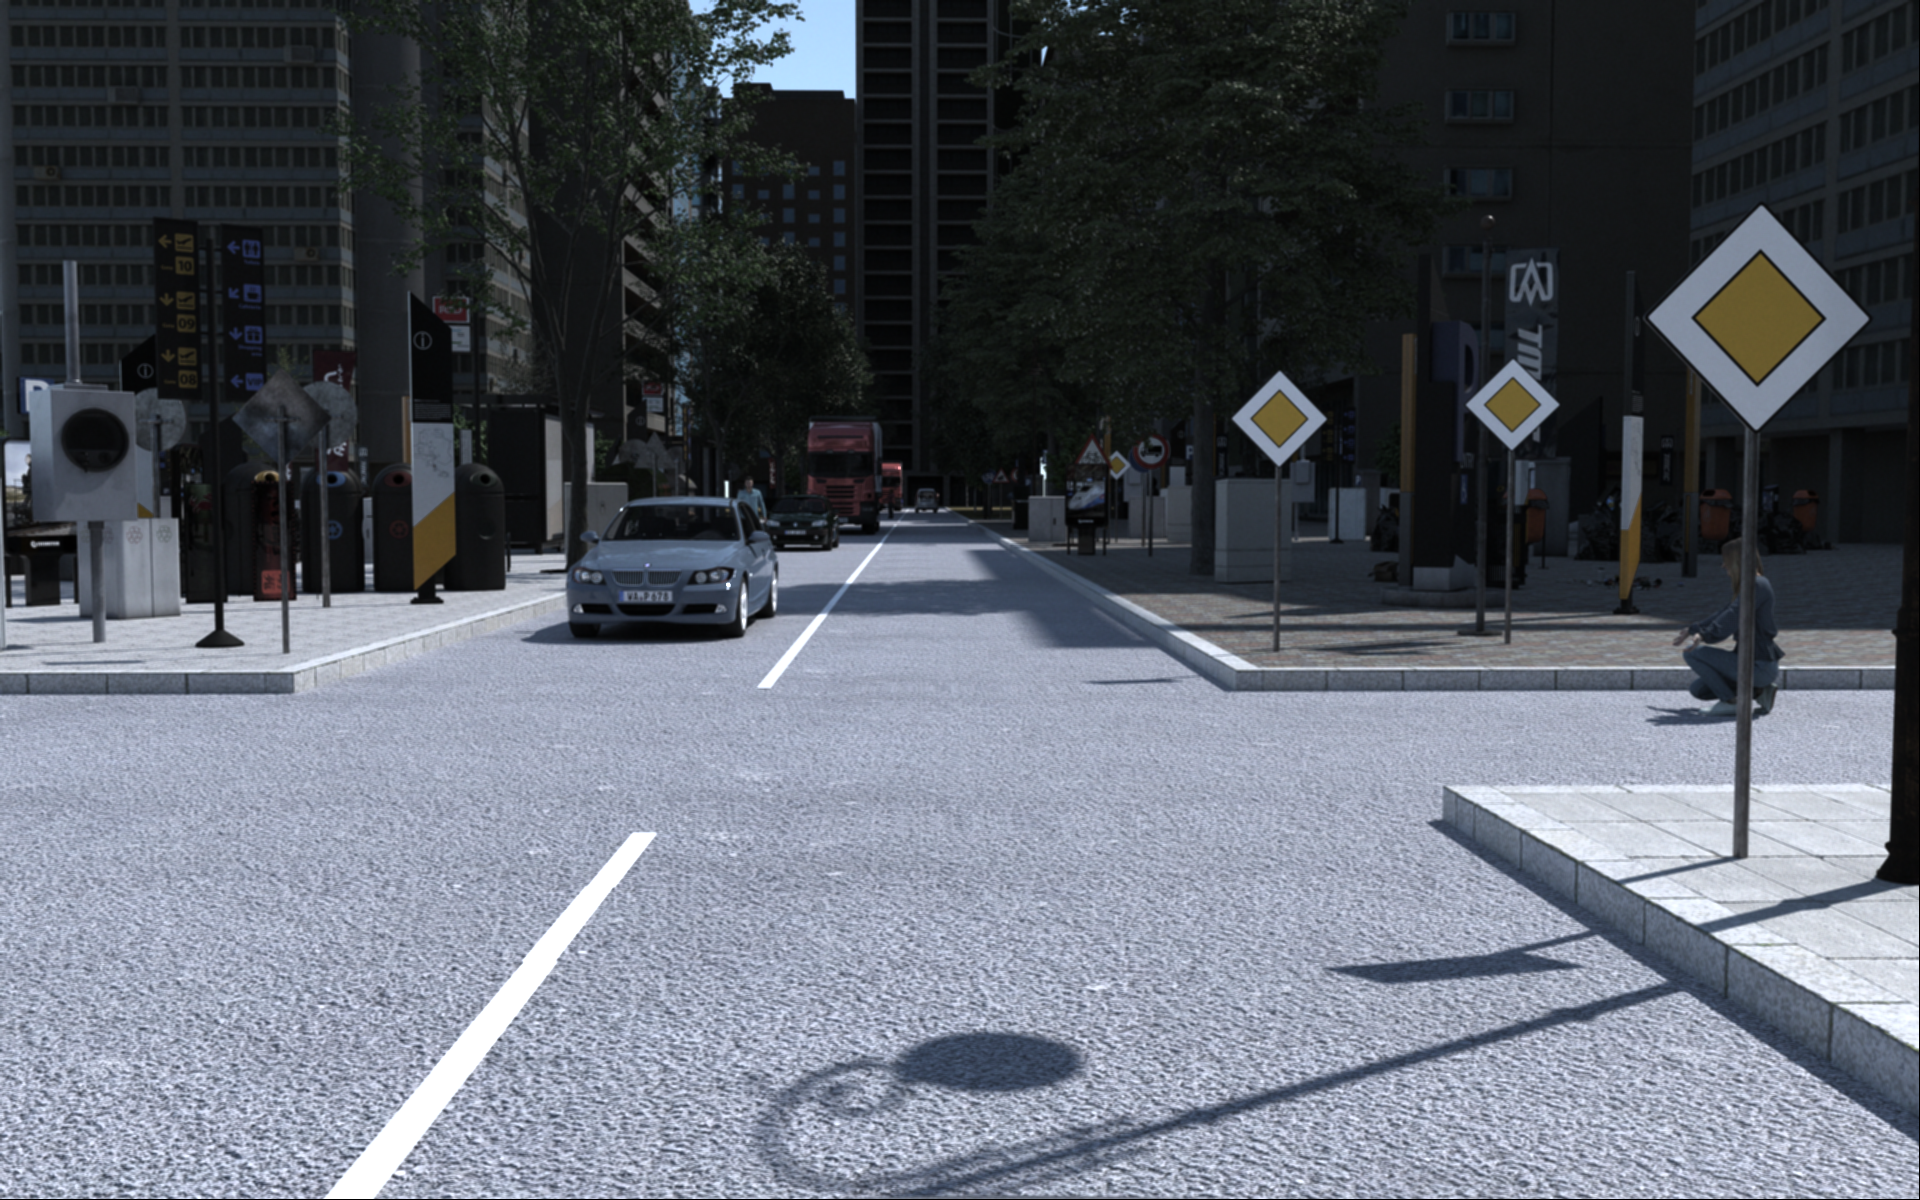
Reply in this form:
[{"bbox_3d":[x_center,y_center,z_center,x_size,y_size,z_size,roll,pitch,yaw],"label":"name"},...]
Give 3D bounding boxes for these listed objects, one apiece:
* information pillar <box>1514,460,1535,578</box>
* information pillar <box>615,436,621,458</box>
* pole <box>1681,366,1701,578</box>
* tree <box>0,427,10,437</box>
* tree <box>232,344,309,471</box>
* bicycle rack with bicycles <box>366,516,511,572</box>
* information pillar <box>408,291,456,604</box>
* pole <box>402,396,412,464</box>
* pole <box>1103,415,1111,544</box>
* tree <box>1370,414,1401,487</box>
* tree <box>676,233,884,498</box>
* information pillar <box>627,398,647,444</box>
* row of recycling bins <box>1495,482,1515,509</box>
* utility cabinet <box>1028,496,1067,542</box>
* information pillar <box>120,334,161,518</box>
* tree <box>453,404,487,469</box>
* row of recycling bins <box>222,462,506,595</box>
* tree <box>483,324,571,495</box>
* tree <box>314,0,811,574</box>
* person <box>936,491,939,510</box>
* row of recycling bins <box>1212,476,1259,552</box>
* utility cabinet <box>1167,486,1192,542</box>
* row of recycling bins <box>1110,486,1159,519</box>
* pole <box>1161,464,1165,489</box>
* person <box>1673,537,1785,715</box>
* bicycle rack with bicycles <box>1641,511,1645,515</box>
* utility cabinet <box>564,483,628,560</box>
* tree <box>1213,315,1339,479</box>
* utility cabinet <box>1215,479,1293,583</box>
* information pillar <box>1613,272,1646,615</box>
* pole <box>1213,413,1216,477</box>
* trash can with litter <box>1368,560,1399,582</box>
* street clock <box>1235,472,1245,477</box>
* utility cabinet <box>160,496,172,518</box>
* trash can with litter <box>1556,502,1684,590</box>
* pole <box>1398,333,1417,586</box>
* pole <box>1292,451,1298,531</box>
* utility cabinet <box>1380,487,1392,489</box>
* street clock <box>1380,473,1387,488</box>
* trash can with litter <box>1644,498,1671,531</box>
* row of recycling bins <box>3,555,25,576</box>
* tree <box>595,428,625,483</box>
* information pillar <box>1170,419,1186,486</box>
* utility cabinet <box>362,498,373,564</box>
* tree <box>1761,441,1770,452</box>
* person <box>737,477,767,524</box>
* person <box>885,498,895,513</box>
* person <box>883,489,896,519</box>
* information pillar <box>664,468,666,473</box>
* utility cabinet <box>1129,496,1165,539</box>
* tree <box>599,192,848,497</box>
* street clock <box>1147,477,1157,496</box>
[{"bbox_3d":[8.655,-2.160,26.672,0.183,3.616,0.504,2,4,33],"label":"information pillar"},{"bbox_3d":[-13.666,-4.771,69.355,0.183,3.616,0.504,1,4,10],"label":"information pillar"},{"bbox_3d":[11.243,-2.004,26.608,0.158,3.312,0.155,0,3,0],"label":"pole"},{"bbox_3d":[-40.359,-5.342,71.055,4.285,4.588,4.351,0,3,0],"label":"tree"},{"bbox_3d":[-33.523,-8.214,84.660,4.737,8.622,4.395,0,3,0],"label":"tree"},{"bbox_3d":[-8.589,-0.950,28.921,2.852,0.926,2.925,-1,4,-13],"label":"bicycle rack with bicycles"},{"bbox_3d":[-6.171,-1.765,20.216,0.504,3.616,0.183,-2,4,-29],"label":"information pillar"},{"bbox_3d":[-11.543,-2.593,36.246,0.158,3.312,0.155,0,3,0],"label":"pole"},{"bbox_3d":[3.793,-3.109,44.667,0.158,3.312,0.155,0,3,0],"label":"pole"},{"bbox_3d":[16.878,-4.902,63.857,4.285,4.588,4.351,0,3,0],"label":"tree"},{"bbox_3d":[-8.044,-9.750,76.413,9.611,12.733,9.660,0,3,0],"label":"tree"},{"bbox_3d":[-7.877,-3.122,42.402,0.504,3.616,0.183,0,4,-4],"label":"information pillar"},{"bbox_3d":[19.379,-3.233,59.964,1.069,1.692,3.534,0,4,3],"label":"row of recycling bins"},{"bbox_3d":[2.354,-2.156,46.411,1.020,1.237,0.306,0,4,8],"label":"utility cabinet"},{"bbox_3d":[-11.897,-2.070,25.191,0.504,3.616,0.183,-2,4,-30],"label":"information pillar"},{"bbox_3d":[-17.822,-4.746,61.315,4.285,4.588,4.351,0,3,0],"label":"tree"},{"bbox_3d":[-7.828,-0.960,22.809,3.534,1.692,1.069,-1,4,-19],"label":"row of recycling bins"},{"bbox_3d":[-18.974,-7.618,74.918,4.360,8.622,3.978,0,3,0],"label":"tree"},{"bbox_3d":[-6.218,-6.237,27.738,9.928,11.665,9.643,0,3,0],"label":"tree"},{"bbox_3d":[-2.051,-8.624,150.203,0.721,1.736,1.217,0,4,-6],"label":"person"},{"bbox_3d":[6.382,-2.004,39.882,1.069,1.692,3.534,2,4,24],"label":"row of recycling bins"},{"bbox_3d":[5.948,-2.255,45.545,0.318,1.500,1.173,-2,4,-32],"label":"utility cabinet"},{"bbox_3d":[8.572,-4.974,88.438,3.534,1.692,1.069,2,4,35],"label":"row of recycling bins"},{"bbox_3d":[8.009,-4.556,68.326,0.158,3.312,0.155,0,3,0],"label":"pole"},{"bbox_3d":[4.942,0.168,11.254,0.738,1.151,1.012,2,4,32],"label":"person"},{"bbox_3d":[20.118,-2.454,53.497,2.925,0.926,2.852,2,4,28],"label":"bicycle rack with bicycles"},{"bbox_3d":[-6.995,-1.508,33.328,1.173,1.500,0.318,-1,4,-21],"label":"utility cabinet"},{"bbox_3d":[13.071,-7.250,68.902,4.360,8.622,3.978,0,3,0],"label":"tree"},{"bbox_3d":[4.239,-1.000,25.036,1.173,1.500,0.318,-2,4,-29],"label":"utility cabinet"},{"bbox_3d":[7.191,-1.662,18.522,0.183,3.616,0.504,3,4,36],"label":"information pillar"},{"bbox_3d":[6.346,-3.054,43.769,0.158,3.312,0.155,0,3,0],"label":"pole"},{"bbox_3d":[6.469,-0.843,25.169,1.055,1.170,0.624,2,4,29],"label":"trash can with litter"},{"bbox_3d":[9.193,-3.203,56.946,0.358,2.002,0.471,-1,4,-8],"label":"street clock"},{"bbox_3d":[-22.437,-2.305,48.849,1.020,1.237,0.306,-3,4,-39],"label":"utility cabinet"},{"bbox_3d":[9.237,-0.805,24.214,1.678,1.210,2.233,1,4,18],"label":"trash can with litter"},{"bbox_3d":[5.736,-1.731,22.138,0.158,3.312,0.155,0,3,0],"label":"pole"},{"bbox_3d":[11.541,-4.028,59.701,0.158,3.312,0.155,0,3,0],"label":"pole"},{"bbox_3d":[13.814,-2.964,57.136,0.318,1.500,1.173,-1,4,-15],"label":"utility cabinet"},{"bbox_3d":[14.805,-3.425,60.563,0.358,2.002,0.471,1,4,16],"label":"street clock"},{"bbox_3d":[17.995,-2.069,45.223,1.055,1.170,0.624,-1,4,-11],"label":"trash can with litter"},{"bbox_3d":[-15.264,-1.166,26.180,1.069,1.692,3.534,0,4,0],"label":"row of recycling bins"},{"bbox_3d":[-18.104,-6.310,86.889,4.285,4.588,4.351,0,3,0],"label":"tree"},{"bbox_3d":[6.539,-3.707,51.965,0.504,3.616,0.183,-1,4,-16],"label":"information pillar"},{"bbox_3d":[-10.934,-1.290,32.249,0.306,1.237,1.020,-2,4,-33],"label":"utility cabinet"},{"bbox_3d":[30.934,-7.009,64.961,4.737,8.622,4.395,0,3,0],"label":"tree"},{"bbox_3d":[-4.684,-1.852,38.798,0.660,1.820,0.620,-1,4,-19],"label":"person"},{"bbox_3d":[-5.303,-7.339,131.721,0.991,1.433,0.599,0,4,5],"label":"person"},{"bbox_3d":[-4.125,-5.648,101.566,0.721,1.743,1.217,-3,4,-38],"label":"person"},{"bbox_3d":[-15.017,-5.917,88.093,0.504,3.616,0.183,1,4,11],"label":"information pillar"},{"bbox_3d":[5.385,-2.366,49.845,1.020,1.237,0.306,0,4,5],"label":"utility cabinet"},{"bbox_3d":[-7.123,-7.244,52.846,8.767,10.594,7.601,1,4,16],"label":"tree"},{"bbox_3d":[8.027,-4.178,72.872,0.471,2.002,0.358,-1,4,-13],"label":"street clock"}]
